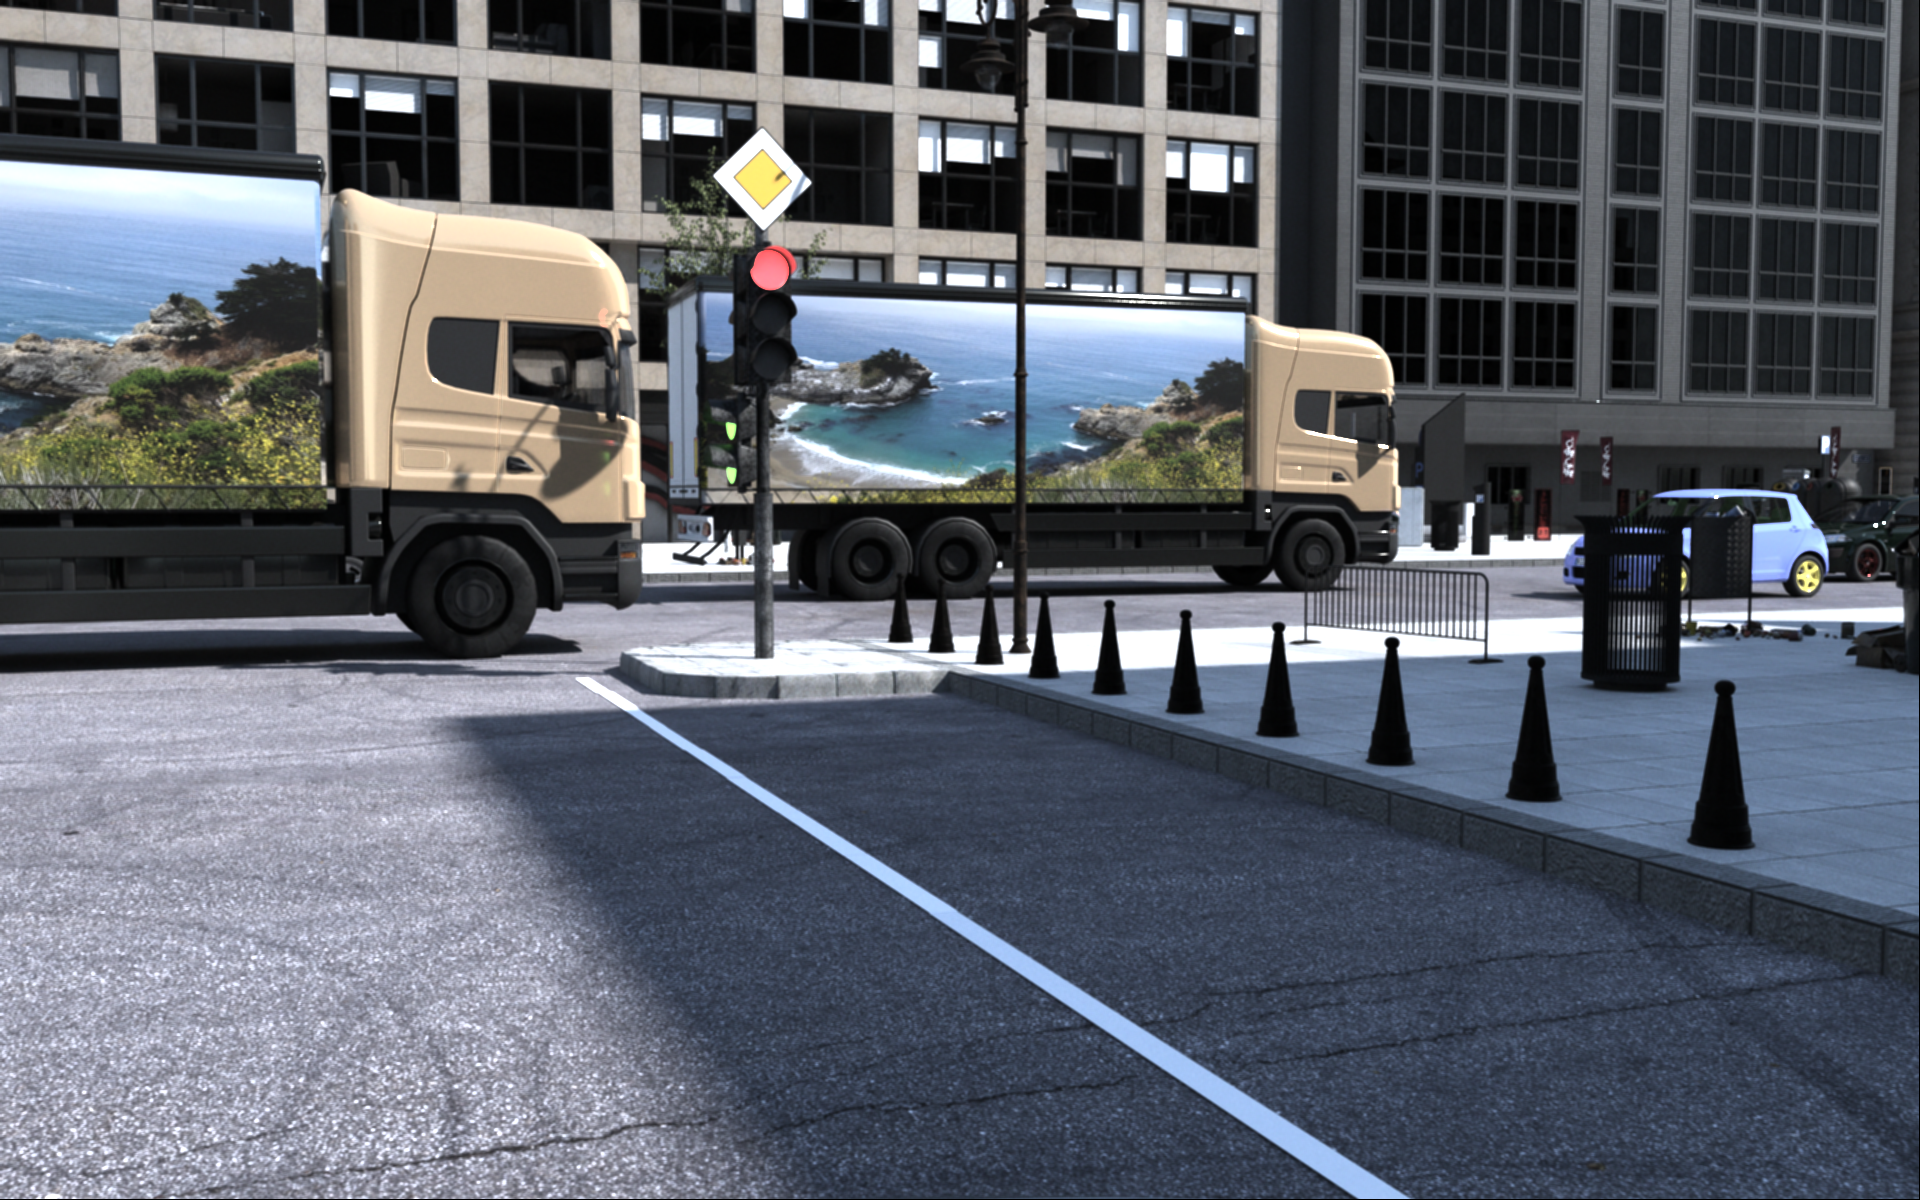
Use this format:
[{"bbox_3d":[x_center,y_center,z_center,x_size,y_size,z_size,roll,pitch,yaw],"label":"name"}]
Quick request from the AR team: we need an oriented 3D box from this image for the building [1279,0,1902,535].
[{"bbox_3d":[18.399,-16.287,59.802,24.014,27.812,14.314,-1,4,-21],"label":"building"}]

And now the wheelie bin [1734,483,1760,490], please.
[{"bbox_3d":[22.210,-2.501,48.793,0.980,1.594,0.693,1,4,8],"label":"wheelie bin"}]

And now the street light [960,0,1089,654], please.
[{"bbox_3d":[0.486,-2.509,13.813,0.468,5.910,1.993,-1,4,-21],"label":"street light"}]

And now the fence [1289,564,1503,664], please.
[{"bbox_3d":[3.485,0.084,14.005,0.278,0.683,2.069,-2,4,-32],"label":"fence"}]

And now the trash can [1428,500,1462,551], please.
[{"bbox_3d":[10.985,-1.687,39.232,0.748,1.137,0.748,0,3,0],"label":"trash can"}]

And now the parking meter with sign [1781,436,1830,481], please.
[{"bbox_3d":[25.279,-3.434,52.405,0.543,3.016,1.738,-3,4,-38],"label":"parking meter with sign"}]

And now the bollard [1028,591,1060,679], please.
[{"bbox_3d":[0.589,0.240,12.118,0.229,0.601,0.229,0,3,0],"label":"bollard"}]

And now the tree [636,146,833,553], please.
[{"bbox_3d":[-4.863,-5.348,37.800,4.737,8.622,4.395,0,3,0],"label":"tree"}]

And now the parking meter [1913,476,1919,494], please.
[{"bbox_3d":[31.609,-3.139,57.034,0.255,1.863,0.399,0,4,-3],"label":"parking meter"}]

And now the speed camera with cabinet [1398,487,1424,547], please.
[{"bbox_3d":[10.303,-2.939,42.385,2.038,3.252,0.660,1,4,14],"label":"speed camera with cabinet"}]

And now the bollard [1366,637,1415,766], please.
[{"bbox_3d":[2.057,0.476,8.260,0.229,0.601,0.229,0,3,0],"label":"bollard"}]

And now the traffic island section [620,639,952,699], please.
[{"bbox_3d":[-1.508,0.534,13.554,2.009,0.180,2.903,-1,4,-21],"label":"traffic island section"}]

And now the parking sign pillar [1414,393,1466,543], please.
[{"bbox_3d":[12.752,-3.523,46.069,1.447,3.967,1.447,-1,4,-22],"label":"parking sign pillar"}]

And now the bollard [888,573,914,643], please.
[{"bbox_3d":[-0.514,0.064,15.003,0.229,0.601,0.229,0,3,0],"label":"bollard"}]

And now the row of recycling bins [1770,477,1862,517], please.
[{"bbox_3d":[21.463,-2.224,43.481,1.069,1.692,3.534,0,3,0],"label":"row of recycling bins"}]

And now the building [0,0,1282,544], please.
[{"bbox_3d":[-10.039,-15.186,52.812,34.151,26.468,19.350,-1,4,-21],"label":"building"}]

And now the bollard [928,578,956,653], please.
[{"bbox_3d":[-0.149,0.122,14.043,0.229,0.601,0.229,0,3,0],"label":"bollard"}]

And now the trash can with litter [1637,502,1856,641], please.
[{"bbox_3d":[7.241,-0.272,15.500,2.233,1.210,1.678,1,4,20],"label":"trash can with litter"}]

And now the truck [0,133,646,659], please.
[{"bbox_3d":[-7.793,-1.574,14.641,11.283,4.237,2.839,-1,4,-22],"label":"truck"}]

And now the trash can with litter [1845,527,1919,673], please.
[{"bbox_3d":[6.880,-0.070,12.536,0.624,1.170,1.055,-1,4,-14],"label":"trash can with litter"}]

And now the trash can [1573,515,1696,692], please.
[{"bbox_3d":[4.429,0.014,11.417,0.748,1.137,0.748,0,3,0],"label":"trash can"}]

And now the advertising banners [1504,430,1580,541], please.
[{"bbox_3d":[15.934,-3.131,47.387,2.074,3.025,0.090,0,4,-6],"label":"advertising banners"}]

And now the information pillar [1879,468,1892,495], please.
[{"bbox_3d":[25.689,-2.669,48.125,0.304,2.012,0.304,2,4,28],"label":"information pillar"}]

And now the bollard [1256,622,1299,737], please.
[{"bbox_3d":[1.694,0.417,9.221,0.229,0.601,0.229,0,3,0],"label":"bollard"}]

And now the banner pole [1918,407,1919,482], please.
[{"bbox_3d":[24.566,-3.276,43.578,0.863,3.779,0.401,3,5,40],"label":"banner pole"}]

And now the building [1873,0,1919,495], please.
[{"bbox_3d":[39.575,-14.507,66.071,19.941,23.489,11.050,-1,4,-21],"label":"building"}]

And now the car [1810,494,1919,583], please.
[{"bbox_3d":[15.521,-1.188,29.215,4.222,1.686,2.009,-1,4,-21],"label":"car"}]

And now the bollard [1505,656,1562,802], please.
[{"bbox_3d":[2.425,0.535,7.302,0.229,0.601,0.229,0,3,0],"label":"bollard"}]

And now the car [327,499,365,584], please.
[{"bbox_3d":[-9.388,-0.645,22.351,4.920,1.459,2.131,-1,4,-21],"label":"car"}]

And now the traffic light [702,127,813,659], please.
[{"bbox_3d":[-1.549,-1.499,13.425,0.839,4.253,0.868,-1,4,-21],"label":"traffic light"}]

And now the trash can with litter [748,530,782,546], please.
[{"bbox_3d":[-4.805,-1.954,43.340,0.624,1.170,1.055,2,4,31],"label":"trash can with litter"}]

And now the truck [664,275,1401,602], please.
[{"bbox_3d":[1.560,-2.214,25.114,11.283,4.237,2.839,-1,4,-19],"label":"truck"}]

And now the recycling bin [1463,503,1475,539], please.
[{"bbox_3d":[14.611,-2.304,50.223,0.722,1.027,0.722,-2,4,-35],"label":"recycling bin"}]

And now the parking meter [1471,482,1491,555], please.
[{"bbox_3d":[10.967,-1.714,36.437,0.372,1.533,0.369,0,3,0],"label":"parking meter"}]

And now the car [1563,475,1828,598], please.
[{"bbox_3d":[10.266,-0.897,24.257,3.694,1.707,1.945,-1,4,-21],"label":"car"}]

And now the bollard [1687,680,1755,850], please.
[{"bbox_3d":[2.793,0.593,6.339,0.229,0.601,0.229,0,3,0],"label":"bollard"}]

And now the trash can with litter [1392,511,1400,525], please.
[{"bbox_3d":[9.107,-1.629,38.020,1.055,1.170,0.624,1,4,14],"label":"trash can with litter"}]

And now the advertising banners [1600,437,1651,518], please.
[{"bbox_3d":[20.076,-3.434,52.330,0.090,3.025,2.074,-2,4,-23],"label":"advertising banners"}]

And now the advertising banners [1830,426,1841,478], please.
[{"bbox_3d":[22.777,-3.036,45.827,0.090,3.025,2.074,0,4,3],"label":"advertising banners"}]

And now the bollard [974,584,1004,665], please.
[{"bbox_3d":[0.222,0.181,13.080,0.229,0.601,0.229,0,3,0],"label":"bollard"}]

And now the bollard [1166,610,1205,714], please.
[{"bbox_3d":[1.326,0.358,10.185,0.229,0.601,0.229,0,3,0],"label":"bollard"}]

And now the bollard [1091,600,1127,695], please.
[{"bbox_3d":[0.962,0.299,11.145,0.229,0.601,0.229,0,3,0],"label":"bollard"}]
